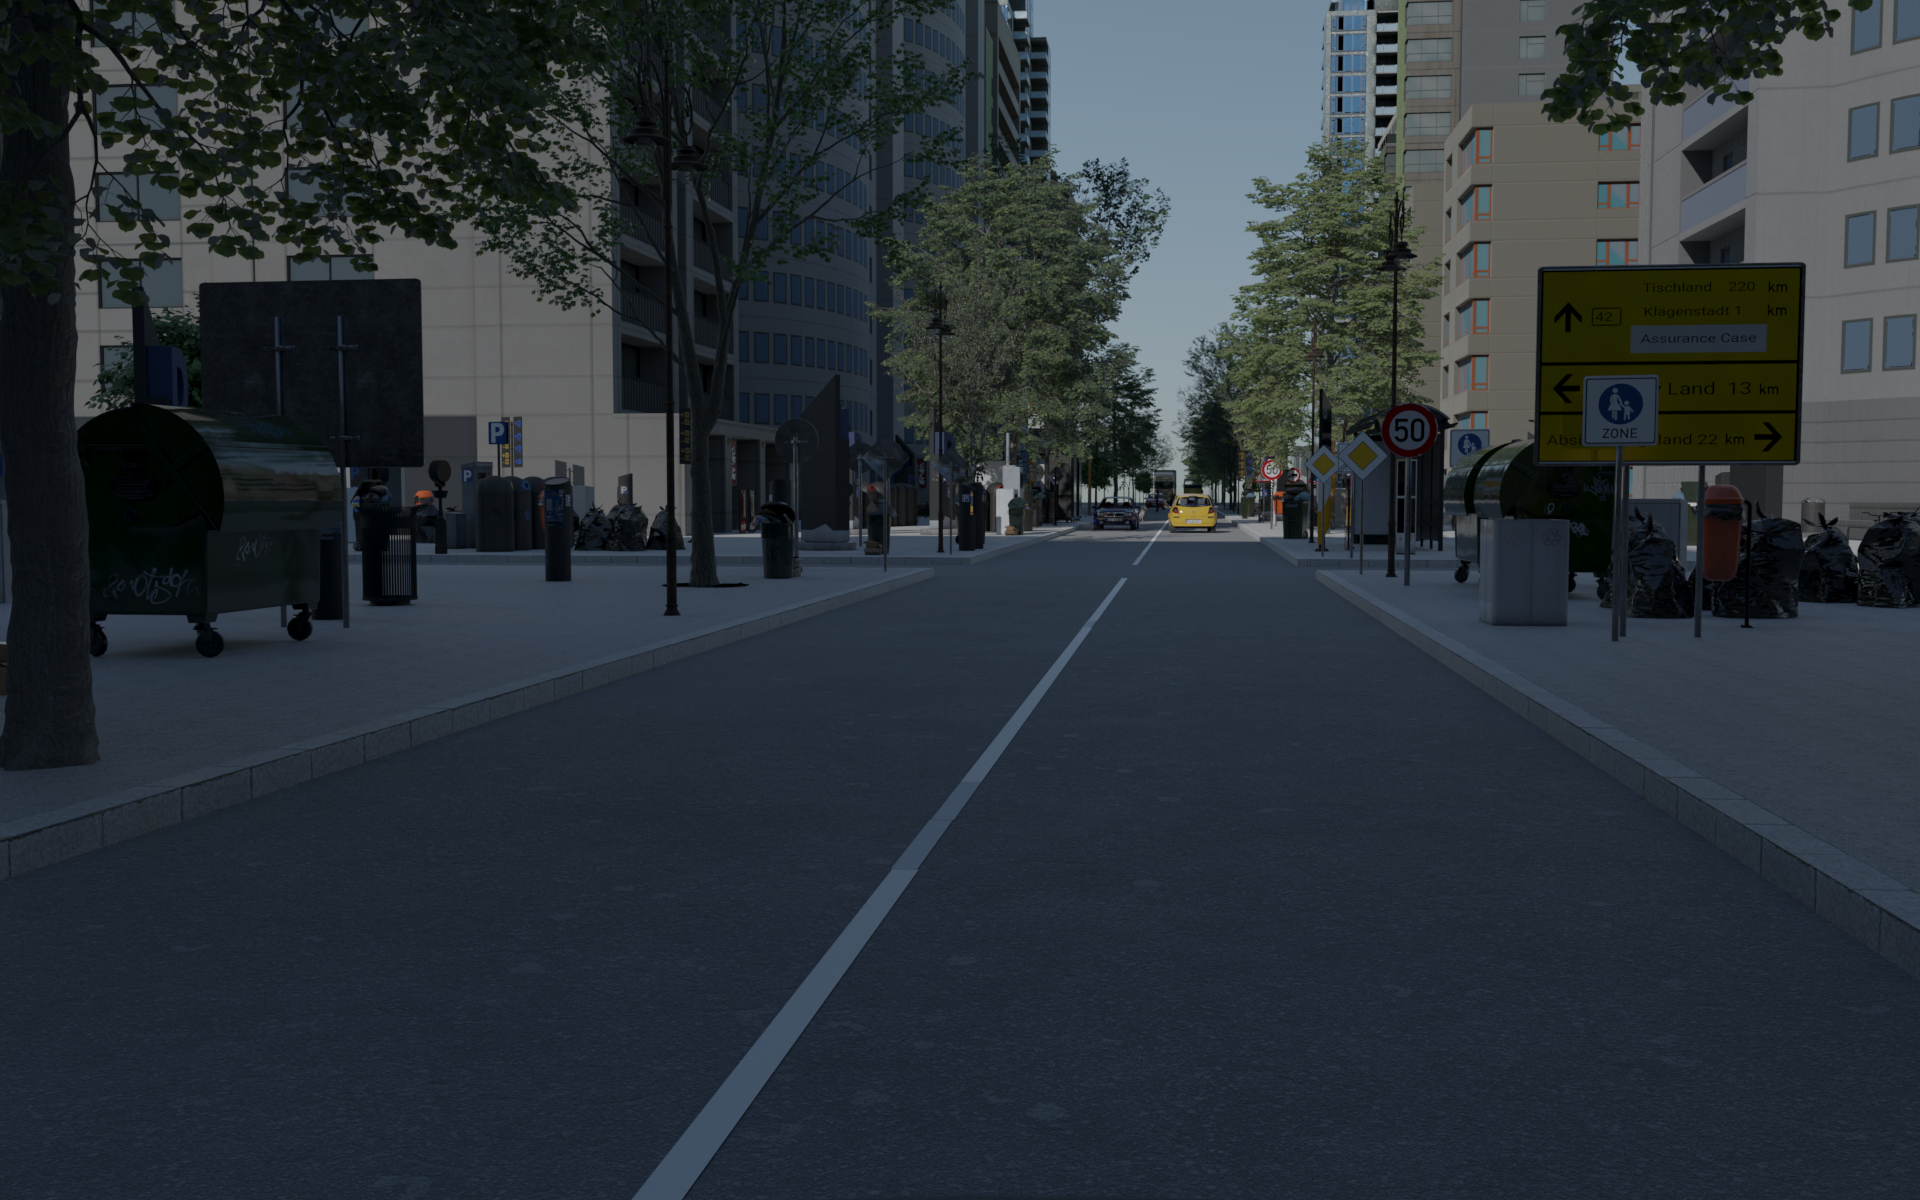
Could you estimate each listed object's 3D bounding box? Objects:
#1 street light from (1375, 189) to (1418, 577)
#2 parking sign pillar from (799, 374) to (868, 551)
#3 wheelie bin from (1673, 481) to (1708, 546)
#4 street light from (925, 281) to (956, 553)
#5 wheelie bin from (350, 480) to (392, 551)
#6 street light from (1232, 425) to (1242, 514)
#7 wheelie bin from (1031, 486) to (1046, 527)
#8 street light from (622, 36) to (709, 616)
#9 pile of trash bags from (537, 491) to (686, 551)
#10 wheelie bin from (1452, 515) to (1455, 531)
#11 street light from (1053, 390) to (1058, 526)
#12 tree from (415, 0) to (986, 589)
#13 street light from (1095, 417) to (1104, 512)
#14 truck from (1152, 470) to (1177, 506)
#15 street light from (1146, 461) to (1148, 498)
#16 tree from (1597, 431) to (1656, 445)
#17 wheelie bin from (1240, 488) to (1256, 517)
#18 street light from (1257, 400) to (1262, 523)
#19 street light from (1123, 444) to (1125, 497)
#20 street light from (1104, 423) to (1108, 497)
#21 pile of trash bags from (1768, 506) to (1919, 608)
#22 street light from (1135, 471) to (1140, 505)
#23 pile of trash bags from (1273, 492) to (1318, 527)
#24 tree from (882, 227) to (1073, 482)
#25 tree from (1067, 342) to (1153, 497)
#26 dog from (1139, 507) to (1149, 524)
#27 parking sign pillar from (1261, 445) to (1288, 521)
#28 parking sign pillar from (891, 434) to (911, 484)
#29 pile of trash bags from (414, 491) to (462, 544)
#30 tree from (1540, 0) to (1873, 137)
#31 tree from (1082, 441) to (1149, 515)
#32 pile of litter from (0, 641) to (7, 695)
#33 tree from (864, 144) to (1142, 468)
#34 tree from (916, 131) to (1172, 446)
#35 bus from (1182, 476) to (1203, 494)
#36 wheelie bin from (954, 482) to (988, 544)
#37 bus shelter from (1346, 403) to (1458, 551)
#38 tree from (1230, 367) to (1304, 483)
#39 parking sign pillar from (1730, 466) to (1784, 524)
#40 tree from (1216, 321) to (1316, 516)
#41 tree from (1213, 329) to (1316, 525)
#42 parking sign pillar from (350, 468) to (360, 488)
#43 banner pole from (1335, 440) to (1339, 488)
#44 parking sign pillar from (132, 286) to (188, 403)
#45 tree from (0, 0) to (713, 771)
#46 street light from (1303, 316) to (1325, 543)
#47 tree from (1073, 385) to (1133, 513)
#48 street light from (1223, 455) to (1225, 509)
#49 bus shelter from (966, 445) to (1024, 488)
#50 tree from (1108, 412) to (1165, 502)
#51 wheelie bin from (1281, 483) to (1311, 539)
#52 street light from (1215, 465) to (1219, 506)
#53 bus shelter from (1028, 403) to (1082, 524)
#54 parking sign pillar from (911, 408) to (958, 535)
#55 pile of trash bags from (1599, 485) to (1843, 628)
[{"bbox_3d":[6.669,-3.292,26.612,0.468,5.910,1.993,0,4,7],"label":"street light"},{"bbox_3d":[-3.098,-3.132,39.685,1.447,3.967,1.447,-3,5,-43],"label":"parking sign pillar"},{"bbox_3d":[18.224,-2.153,43.114,0.980,1.594,0.693,0,4,1],"label":"wheelie bin"},{"bbox_3d":[-0.422,-3.973,37.747,0.468,5.910,1.993,0,4,7],"label":"street light"},{"bbox_3d":[-13.192,-1.898,38.933,0.693,1.594,0.980,1,4,21],"label":"wheelie bin"},{"bbox_3d":[17.632,-8.364,109.542,0.468,5.910,1.993,0,4,7],"label":"street light"},{"bbox_3d":[2.898,-3.691,68.254,0.980,1.594,0.693,1,4,16],"label":"wheelie bin"},{"bbox_3d":[-3.046,-2.774,18.139,0.468,5.910,1.993,0,4,7],"label":"street light"},{"bbox_3d":[-8.013,-1.799,39.159,1.912,1.369,3.447,3,5,42],"label":"pile of trash bags"},{"bbox_3d":[17.367,-3.176,59.829,0.980,1.594,0.693,1,4,16],"label":"wheelie bin"},{"bbox_3d":[3.887,-5.974,70.455,0.468,5.910,1.993,0,4,7],"label":"street light"},{"bbox_3d":[-3.499,-5.995,23.766,9.928,11.665,9.643,0,3,0],"label":"tree"},{"bbox_3d":[8.075,-7.926,102.378,0.468,5.910,1.993,0,4,7],"label":"street light"},{"bbox_3d":[23.979,-13.065,202.521,2.839,4.237,11.283,1,4,8],"label":"truck"},{"bbox_3d":[24.458,-15.568,227.321,0.468,5.910,1.993,0,4,7],"label":"street light"},{"bbox_3d":[24.370,-5.183,68.456,4.285,4.588,4.351,0,3,0],"label":"tree"},{"bbox_3d":[16.091,-5.434,96.749,0.693,1.594,0.980,-3,5,-42],"label":"wheelie bin"},{"bbox_3d":[13.449,-6.411,77.609,0.468,5.910,1.993,0,4,7],"label":"street light"},{"bbox_3d":[13.735,-10.530,144.950,0.468,5.910,1.993,0,4,7],"label":"street light"},{"bbox_3d":[9.417,-8.570,112.909,0.468,5.910,1.993,0,4,7],"label":"street light"},{"bbox_3d":[11.743,-0.651,20.395,3.447,1.369,1.912,0,4,-5],"label":"pile of trash bags"},{"bbox_3d":[20.297,-13.615,195.394,0.468,5.910,1.993,0,4,7],"label":"street light"},{"bbox_3d":[13.732,-3.586,68.375,1.912,1.369,3.447,-3,5,-41],"label":"pile of trash bags"},{"bbox_3d":[0.157,-5.912,47.030,4.360,8.622,3.978,0,3,0],"label":"tree"},{"bbox_3d":[11.524,-12.922,129.402,7.486,12.596,7.792,0,3,0],"label":"tree"},{"bbox_3d":[8.723,-4.107,83.994,0.513,0.831,0.800,-2,4,-24],"label":"dog"},{"bbox_3d":[14.972,-5.743,82.368,1.447,3.967,1.447,-2,4,-34],"label":"parking sign pillar"},{"bbox_3d":[-2.575,-5.459,77.719,1.447,3.967,1.447,-3,4,-38],"label":"parking sign pillar"},{"bbox_3d":[-13.677,-2.220,46.048,1.912,1.369,3.447,-3,5,-41],"label":"pile of trash bags"},{"bbox_3d":[5.267,-5.457,7.351,7.486,12.596,7.792,0,3,0],"label":"tree"},{"bbox_3d":[8.433,-7.528,106.789,4.285,4.588,4.351,0,3,0],"label":"tree"},{"bbox_3d":[-6.491,0.163,11.306,1.176,0.858,1.719,1,4,8],"label":"pile of litter"},{"bbox_3d":[1.736,-9.551,62.814,9.857,13.997,8.962,0,3,0],"label":"tree"},{"bbox_3d":[4.236,-14.424,91.727,12.611,20.169,13.585,0,3,0],"label":"tree"},{"bbox_3d":[32.104,-15.123,238.802,2.896,3.916,12.252,0,4,7],"label":"bus"},{"bbox_3d":[0.279,-2.235,44.446,0.980,1.594,0.693,3,4,38],"label":"wheelie bin"},{"bbox_3d":[10.402,-2.900,41.340,2.014,3.302,5.546,0,4,7],"label":"bus shelter"},{"bbox_3d":[16.293,-8.669,92.101,4.737,8.622,4.395,0,3,0],"label":"tree"},{"bbox_3d":[17.688,-3.057,38.461,1.447,3.967,1.447,-1,4,-11],"label":"parking sign pillar"},{"bbox_3d":[16.869,-10.744,101.412,9.928,11.665,9.643,0,3,0],"label":"tree"},{"bbox_3d":[13.014,-7.471,72.516,4.360,8.622,3.978,0,3,0],"label":"tree"},{"bbox_3d":[-37.816,-7.186,105.970,1.447,3.967,1.447,-2,4,-33],"label":"parking sign pillar"},{"bbox_3d":[17.129,-5.470,79.455,0.863,3.779,0.401,-2,4,-35],"label":"banner pole"},{"bbox_3d":[-10.681,-2.124,23.204,1.447,3.967,1.447,-1,4,-14],"label":"parking sign pillar"},{"bbox_3d":[-4.349,-5.516,8.319,7.486,12.596,7.792,0,3,0],"label":"tree"},{"bbox_3d":[9.218,-4.431,45.227,0.468,5.910,1.993,0,4,7],"label":"street light"},{"bbox_3d":[8.614,-10.198,117.095,4.360,8.622,3.978,0,3,0],"label":"tree"},{"bbox_3d":[23.400,-11.029,153.111,0.468,5.910,1.993,0,4,7],"label":"street light"},{"bbox_3d":[1.415,-4.799,72.385,2.014,3.302,5.546,0,4,7],"label":"bus shelter"},{"bbox_3d":[18.540,-15.495,187.758,7.601,10.594,8.767,-1,4,-10],"label":"tree"},{"bbox_3d":[9.591,-2.540,49.443,0.980,1.594,0.693,2,4,28],"label":"wheelie bin"},{"bbox_3d":[27.615,-12.981,185.030,0.468,5.910,1.993,0,4,7],"label":"street light"},{"bbox_3d":[4.396,-6.171,78.536,2.179,5.291,8.768,0,4,7],"label":"bus shelter"},{"bbox_3d":[-0.539,-4.051,54.708,1.447,3.967,1.447,1,4,20],"label":"parking sign pillar"},{"bbox_3d":[7.757,-0.506,18.026,1.912,1.369,3.447,1,4,17],"label":"pile of trash bags"}]
